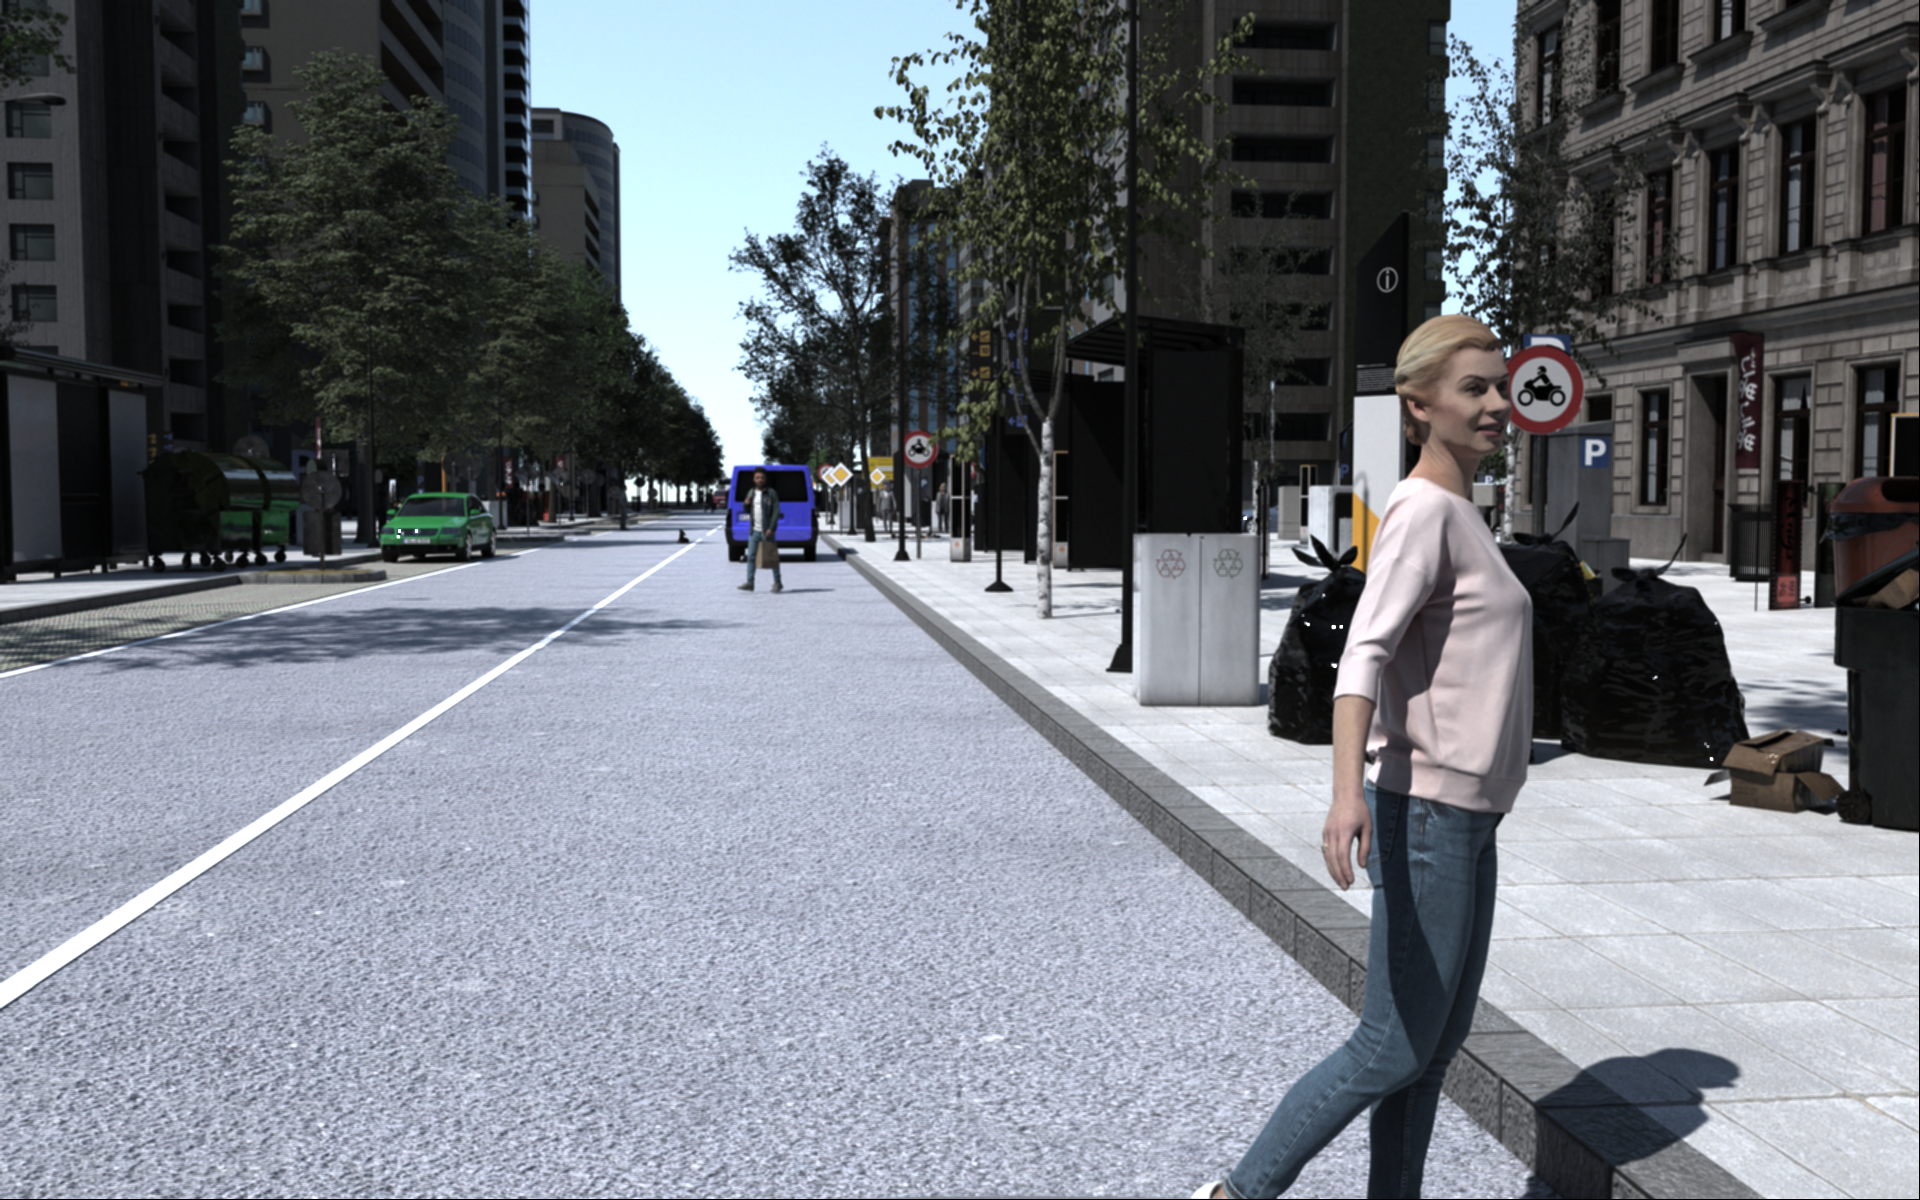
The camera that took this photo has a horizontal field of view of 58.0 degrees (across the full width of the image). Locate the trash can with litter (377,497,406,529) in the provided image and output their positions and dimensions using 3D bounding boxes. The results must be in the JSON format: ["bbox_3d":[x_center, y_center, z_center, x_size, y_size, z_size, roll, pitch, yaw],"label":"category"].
[{"bbox_3d":[-19.857,-3.004,60.502,1.055,1.170,0.624,0,4,7],"label":"trash can with litter"}]

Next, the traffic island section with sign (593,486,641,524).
[{"bbox_3d":[-16.570,-4.574,83.407,1.989,1.847,2.006,0,4,-6],"label":"traffic island section with sign"}]

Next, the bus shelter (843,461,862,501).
[{"bbox_3d":[-6.513,-7.081,109.697,2.014,3.302,5.546,0,4,-6],"label":"bus shelter"}]

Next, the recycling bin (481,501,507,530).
[{"bbox_3d":[-16.846,-3.057,62.544,0.722,1.027,0.722,3,5,43],"label":"recycling bin"}]

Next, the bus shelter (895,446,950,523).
[{"bbox_3d":[-1.541,-4.871,73.569,2.014,3.302,5.546,0,4,-6],"label":"bus shelter"}]

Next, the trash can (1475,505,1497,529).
[{"bbox_3d":[6.256,-0.600,21.465,0.748,1.137,0.748,0,3,0],"label":"trash can"}]

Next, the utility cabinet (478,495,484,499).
[{"bbox_3d":[-32.591,-6.527,117.874,0.306,1.237,1.020,-1,4,-9],"label":"utility cabinet"}]

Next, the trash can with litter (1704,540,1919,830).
[{"bbox_3d":[3.516,0.277,6.858,0.624,1.170,1.055,-3,5,-43],"label":"trash can with litter"}]

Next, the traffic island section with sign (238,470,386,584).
[{"bbox_3d":[-10.545,-1.209,28.390,1.989,1.847,2.006,0,4,-6],"label":"traffic island section with sign"}]

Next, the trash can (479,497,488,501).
[{"bbox_3d":[-21.388,-4.105,78.771,0.748,1.137,0.748,0,3,0],"label":"trash can"}]

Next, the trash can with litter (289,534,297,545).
[{"bbox_3d":[-16.920,-1.957,43.392,1.055,1.170,0.624,-2,4,-33],"label":"trash can with litter"}]

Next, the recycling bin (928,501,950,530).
[{"bbox_3d":[-0.688,-3.047,62.372,0.722,1.027,0.722,1,4,22],"label":"recycling bin"}]

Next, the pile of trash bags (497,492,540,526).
[{"bbox_3d":[-18.307,-3.696,70.177,1.912,1.369,3.447,-2,4,-27],"label":"pile of trash bags"}]

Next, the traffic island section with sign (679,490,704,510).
[{"bbox_3d":[-24.990,-9.266,160.123,1.989,1.847,2.006,0,4,-6],"label":"traffic island section with sign"}]

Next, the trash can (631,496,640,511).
[{"bbox_3d":[-24.367,-7.252,130.228,0.748,1.137,0.748,0,3,0],"label":"trash can"}]

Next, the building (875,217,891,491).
[{"bbox_3d":[-1.767,-37.515,267.994,22.147,44.769,28.867,0,4,-6],"label":"building"}]

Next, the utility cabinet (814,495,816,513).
[{"bbox_3d":[-9.788,-6.222,112.895,0.306,1.237,1.020,2,4,29],"label":"utility cabinet"}]

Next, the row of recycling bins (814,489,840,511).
[{"bbox_3d":[-10.775,-7.647,132.135,3.534,1.692,1.069,-1,4,-10],"label":"row of recycling bins"}]

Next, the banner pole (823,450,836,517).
[{"bbox_3d":[-7.329,-6.595,97.844,0.863,3.779,0.401,-3,4,-37],"label":"banner pole"}]

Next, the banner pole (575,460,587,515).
[{"bbox_3d":[-23.423,-7.146,106.850,0.401,3.779,0.863,3,5,43],"label":"banner pole"}]

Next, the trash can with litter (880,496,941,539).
[{"bbox_3d":[-1.428,-2.387,50.080,2.233,1.210,1.678,-3,4,-36],"label":"trash can with litter"}]

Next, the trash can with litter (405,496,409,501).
[{"bbox_3d":[-41.021,-7.121,127.488,1.678,1.210,2.233,-1,4,-20],"label":"trash can with litter"}]

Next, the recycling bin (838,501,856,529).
[{"bbox_3d":[-4.116,-3.162,64.246,0.722,1.027,0.722,-1,4,-12],"label":"recycling bin"}]

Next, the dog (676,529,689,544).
[{"bbox_3d":[-8.121,-1.845,50.366,0.550,0.427,0.748,1,4,13],"label":"dog"}]

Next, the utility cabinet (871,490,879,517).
[{"bbox_3d":[-5.057,-5.285,95.081,1.173,1.500,0.318,0,4,3],"label":"utility cabinet"}]

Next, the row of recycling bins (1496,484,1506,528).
[{"bbox_3d":[20.631,-3.631,66.473,1.069,1.692,3.534,-3,5,-39],"label":"row of recycling bins"}]

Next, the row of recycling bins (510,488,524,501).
[{"bbox_3d":[-29.613,-6.642,115.705,3.534,1.692,1.069,3,5,42],"label":"row of recycling bins"}]

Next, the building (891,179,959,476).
[{"bbox_3d":[-2.440,-36.460,246.233,14.600,45.320,14.200,0,4,-6],"label":"building"}]

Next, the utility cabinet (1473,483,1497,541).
[{"bbox_3d":[10.156,-1.602,34.869,1.173,1.500,0.318,2,4,31],"label":"utility cabinet"}]

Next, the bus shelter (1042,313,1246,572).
[{"bbox_3d":[2.614,-2.103,25.662,1.731,3.624,6.357,0,4,-6],"label":"bus shelter"}]

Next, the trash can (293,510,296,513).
[{"bbox_3d":[-19.163,-2.297,49.208,0.748,1.137,0.748,0,3,0],"label":"trash can"}]

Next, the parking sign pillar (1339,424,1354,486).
[{"bbox_3d":[11.389,-3.710,49.130,1.447,3.967,1.447,-2,4,-31],"label":"parking sign pillar"}]

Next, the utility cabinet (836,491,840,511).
[{"bbox_3d":[-9.315,-7.431,130.173,0.318,1.500,1.173,-3,5,-41],"label":"utility cabinet"}]

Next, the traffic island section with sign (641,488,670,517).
[{"bbox_3d":[-19.542,-6.227,110.446,1.989,1.847,2.006,0,4,-6],"label":"traffic island section with sign"}]

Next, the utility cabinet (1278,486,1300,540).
[{"bbox_3d":[9.437,-2.418,48.213,1.173,1.500,0.318,-1,4,-19],"label":"utility cabinet"}]

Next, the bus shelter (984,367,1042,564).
[{"bbox_3d":[1.361,-2.666,34.872,1.731,3.624,6.357,0,4,-6],"label":"bus shelter"}]

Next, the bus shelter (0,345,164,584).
[{"bbox_3d":[-14.509,-2.946,25.796,2.179,5.291,8.768,0,4,-6],"label":"bus shelter"}]

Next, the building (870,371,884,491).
[{"bbox_3d":[-8.237,-31.729,290.471,14.160,30.474,14.107,0,4,-6],"label":"building"}]

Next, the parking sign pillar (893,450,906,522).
[{"bbox_3d":[-2.358,-5.521,78.745,1.447,3.967,1.447,1,4,20],"label":"parking sign pillar"}]

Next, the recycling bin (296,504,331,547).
[{"bbox_3d":[-15.863,-1.835,42.554,0.722,1.027,0.722,-1,4,-9],"label":"recycling bin"}]

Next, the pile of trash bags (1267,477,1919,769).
[{"bbox_3d":[3.394,0.053,8.894,3.447,1.369,1.912,0,4,-4],"label":"pile of trash bags"}]

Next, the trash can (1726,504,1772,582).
[{"bbox_3d":[11.618,-0.839,25.367,0.748,1.137,0.748,0,3,0],"label":"trash can"}]

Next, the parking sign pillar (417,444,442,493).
[{"bbox_3d":[-29.237,-6.591,96.242,1.447,3.967,1.447,1,4,10],"label":"parking sign pillar"}]

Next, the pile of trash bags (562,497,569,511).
[{"bbox_3d":[-30.321,-7.352,129.951,1.912,1.369,3.447,-1,4,-11],"label":"pile of trash bags"}]

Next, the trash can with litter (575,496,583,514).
[{"bbox_3d":[-28.582,-7.283,130.463,0.624,1.170,1.055,0,4,8],"label":"trash can with litter"}]

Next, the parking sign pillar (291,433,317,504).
[{"bbox_3d":[-28.697,-5.363,76.149,1.447,3.967,1.447,0,4,-7],"label":"parking sign pillar"}]

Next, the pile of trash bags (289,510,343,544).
[{"bbox_3d":[-17.806,-2.164,45.129,3.447,1.369,1.912,0,4,-3],"label":"pile of trash bags"}]

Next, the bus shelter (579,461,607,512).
[{"bbox_3d":[-26.467,-8.230,125.839,1.731,3.624,6.357,0,4,-6],"label":"bus shelter"}]
